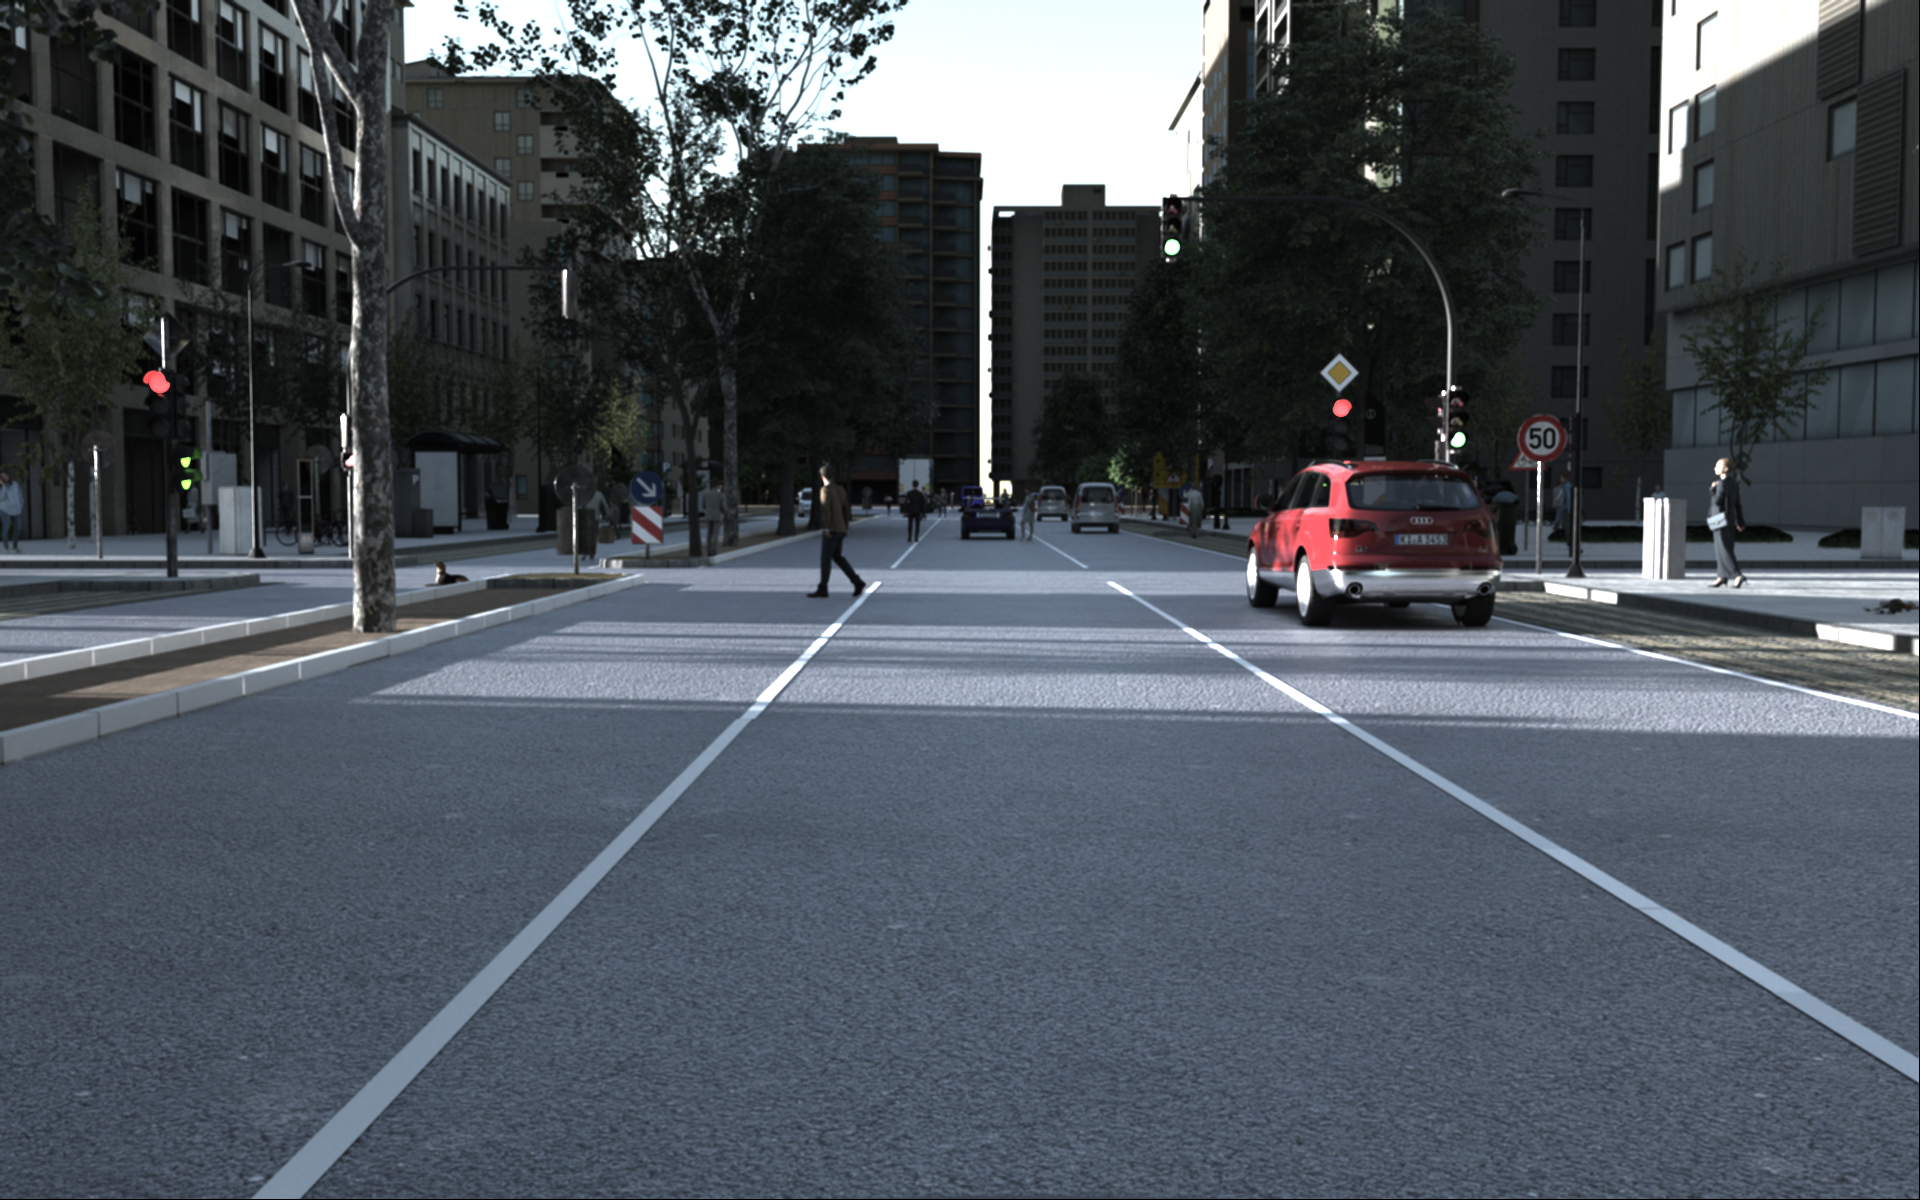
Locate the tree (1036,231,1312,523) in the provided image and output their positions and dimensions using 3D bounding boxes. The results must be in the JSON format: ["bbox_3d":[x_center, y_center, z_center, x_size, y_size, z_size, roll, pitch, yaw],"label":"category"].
[{"bbox_3d":[10.232,-9.723,75.976,9.611,12.733,9.660,0,3,0],"label":"tree"}]

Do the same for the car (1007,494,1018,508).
[{"bbox_3d":[5.150,-10.663,184.133,2.009,1.686,4.222,0,4,2],"label":"car"}]

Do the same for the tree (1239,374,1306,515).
[{"bbox_3d":[15.598,-8.346,86.817,4.737,8.622,4.395,0,3,0],"label":"tree"}]

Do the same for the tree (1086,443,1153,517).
[{"bbox_3d":[9.853,-6.886,96.299,4.285,4.588,4.351,0,3,0],"label":"tree"}]

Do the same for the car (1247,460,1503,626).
[{"bbox_3d":[4.724,-0.715,20.368,2.281,1.827,5.304,0,4,-1],"label":"car"}]

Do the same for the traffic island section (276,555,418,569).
[{"bbox_3d":[-12.173,-0.764,34.770,2.009,0.180,2.903,0,4,0],"label":"traffic island section"}]

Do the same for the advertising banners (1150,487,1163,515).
[{"bbox_3d":[12.762,-6.870,108.515,2.074,3.025,0.090,-1,4,-11],"label":"advertising banners"}]

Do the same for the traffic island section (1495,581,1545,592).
[{"bbox_3d":[7.548,-0.272,26.731,2.009,0.180,2.903,0,4,0],"label":"traffic island section"}]

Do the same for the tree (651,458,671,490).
[{"bbox_3d":[-15.067,-5.460,83.871,1.663,3.219,1.824,0,3,0],"label":"tree"}]

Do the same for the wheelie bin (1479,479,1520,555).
[{"bbox_3d":[11.293,-1.740,36.353,0.693,1.594,0.980,-2,4,-34],"label":"wheelie bin"}]

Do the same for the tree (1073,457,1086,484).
[{"bbox_3d":[9.995,-8.432,121.570,4.285,4.588,4.351,0,3,0],"label":"tree"}]

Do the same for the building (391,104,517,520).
[{"bbox_3d":[-29.684,-14.617,88.134,9.793,20.994,18.267,0,4,0],"label":"building"}]

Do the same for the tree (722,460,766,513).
[{"bbox_3d":[-15.007,-8.383,120.776,4.285,4.588,4.351,0,3,0],"label":"tree"}]

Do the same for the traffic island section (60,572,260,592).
[{"bbox_3d":[-12.194,-0.275,26.785,2.009,0.180,2.903,0,4,0],"label":"traffic island section"}]

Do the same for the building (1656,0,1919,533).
[{"bbox_3d":[41.103,-28.531,55.719,27.495,52.752,28.713,0,4,0],"label":"building"}]

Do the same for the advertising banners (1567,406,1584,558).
[{"bbox_3d":[12.531,-2.393,35.308,0.090,3.025,2.074,2,4,28],"label":"advertising banners"}]

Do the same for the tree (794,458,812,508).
[{"bbox_3d":[-14.772,-10.543,156.084,4.285,4.588,4.351,0,3,0],"label":"tree"}]

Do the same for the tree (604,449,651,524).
[{"bbox_3d":[-14.460,-4.879,74.369,1.663,3.219,1.824,0,3,0],"label":"tree"}]

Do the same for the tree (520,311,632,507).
[{"bbox_3d":[-15.035,-7.155,67.354,4.360,8.622,3.978,0,3,0],"label":"tree"}]

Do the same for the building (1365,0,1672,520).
[{"bbox_3d":[28.134,-19.478,90.174,14.160,30.474,14.107,0,4,0],"label":"building"}]

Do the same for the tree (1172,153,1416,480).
[{"bbox_3d":[10.238,-7.814,53.519,9.928,11.665,9.643,0,3,0],"label":"tree"}]

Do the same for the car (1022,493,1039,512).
[{"bbox_3d":[5.259,-6.700,119.131,1.945,1.707,3.694,0,4,-2],"label":"car"}]

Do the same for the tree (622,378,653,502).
[{"bbox_3d":[-20.061,-9.349,103.216,4.737,8.622,4.395,0,3,0],"label":"tree"}]

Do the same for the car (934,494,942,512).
[{"bbox_3d":[-2.397,-7.992,142.473,2.131,1.459,4.920,0,4,-2],"label":"car"}]

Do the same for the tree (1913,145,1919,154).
[{"bbox_3d":[14.807,-4.453,23.168,4.360,8.622,3.978,0,3,0],"label":"tree"}]

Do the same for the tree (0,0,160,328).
[{"bbox_3d":[-6.257,-5.940,6.238,9.857,13.997,8.962,0,3,0],"label":"tree"}]

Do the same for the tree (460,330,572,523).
[{"bbox_3d":[-20.293,-7.749,77.064,4.737,8.622,4.395,0,3,0],"label":"tree"}]

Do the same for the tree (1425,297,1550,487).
[{"bbox_3d":[18.825,-6.954,64.055,4.737,8.622,4.395,0,3,0],"label":"tree"}]

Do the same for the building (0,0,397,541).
[{"bbox_3d":[-35.383,-15.732,61.738,19.350,26.468,34.151,0,4,0],"label":"building"}]

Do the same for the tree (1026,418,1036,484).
[{"bbox_3d":[10.232,-14.515,154.326,9.611,12.733,9.660,0,3,0],"label":"tree"}]

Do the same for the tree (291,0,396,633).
[{"bbox_3d":[-7.288,-9.779,18.227,12.611,20.169,13.585,0,3,0],"label":"tree"}]

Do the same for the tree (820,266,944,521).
[{"bbox_3d":[-5.918,-10.959,92.006,12.009,13.543,11.850,0,3,0],"label":"tree"}]

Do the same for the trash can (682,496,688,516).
[{"bbox_3d":[-16.145,-5.554,102.459,0.748,1.137,0.748,0,3,0],"label":"trash can"}]

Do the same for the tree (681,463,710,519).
[{"bbox_3d":[-14.196,-5.890,90.899,1.663,3.219,1.824,0,3,0],"label":"tree"}]

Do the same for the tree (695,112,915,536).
[{"bbox_3d":[-5.954,-9.158,58.853,9.857,13.997,8.962,0,3,0],"label":"tree"}]

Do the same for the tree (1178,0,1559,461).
[{"bbox_3d":[10.536,-8.427,44.438,9.857,13.997,8.962,0,3,0],"label":"tree"}]

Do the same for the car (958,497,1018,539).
[{"bbox_3d":[0.906,-2.661,56.082,1.945,1.354,3.894,0,4,1],"label":"car"}]

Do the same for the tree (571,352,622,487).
[{"bbox_3d":[-19.671,-8.145,83.526,4.737,8.622,4.395,0,3,0],"label":"tree"}]

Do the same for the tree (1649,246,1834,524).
[{"bbox_3d":[23.797,-6.231,52.240,4.737,8.622,4.395,0,3,0],"label":"tree"}]

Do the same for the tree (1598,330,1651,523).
[{"bbox_3d":[29.821,-7.672,75.800,4.737,8.622,4.395,0,3,0],"label":"tree"}]

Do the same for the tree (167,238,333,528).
[{"bbox_3d":[-21.271,-6.148,50.885,4.360,8.622,3.978,0,3,0],"label":"tree"}]

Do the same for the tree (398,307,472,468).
[{"bbox_3d":[-21.960,-7.268,69.201,4.360,8.622,3.978,0,3,0],"label":"tree"}]

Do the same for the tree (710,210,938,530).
[{"bbox_3d":[-5.715,-9.128,68.706,9.611,12.733,9.660,0,3,0],"label":"tree"}]

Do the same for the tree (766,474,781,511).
[{"bbox_3d":[-14.208,-8.476,133.188,1.663,3.219,1.824,0,3,0],"label":"tree"}]

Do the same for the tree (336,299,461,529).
[{"bbox_3d":[-20.731,-6.912,63.368,4.737,8.622,4.395,0,3,0],"label":"tree"}]

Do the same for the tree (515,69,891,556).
[{"bbox_3d":[-5.603,-6.120,36.929,8.767,10.594,7.601,0,4,0],"label":"tree"}]

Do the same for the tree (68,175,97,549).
[{"bbox_3d":[-20.841,-5.510,40.458,4.737,8.622,4.395,0,3,0],"label":"tree"}]

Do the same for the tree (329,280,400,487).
[{"bbox_3d":[-20.932,-6.465,56.063,4.360,8.622,3.978,0,3,0],"label":"tree"}]

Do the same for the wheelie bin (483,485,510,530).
[{"bbox_3d":[-16.698,-3.327,62.311,0.693,1.594,0.980,3,5,40],"label":"wheelie bin"}]
